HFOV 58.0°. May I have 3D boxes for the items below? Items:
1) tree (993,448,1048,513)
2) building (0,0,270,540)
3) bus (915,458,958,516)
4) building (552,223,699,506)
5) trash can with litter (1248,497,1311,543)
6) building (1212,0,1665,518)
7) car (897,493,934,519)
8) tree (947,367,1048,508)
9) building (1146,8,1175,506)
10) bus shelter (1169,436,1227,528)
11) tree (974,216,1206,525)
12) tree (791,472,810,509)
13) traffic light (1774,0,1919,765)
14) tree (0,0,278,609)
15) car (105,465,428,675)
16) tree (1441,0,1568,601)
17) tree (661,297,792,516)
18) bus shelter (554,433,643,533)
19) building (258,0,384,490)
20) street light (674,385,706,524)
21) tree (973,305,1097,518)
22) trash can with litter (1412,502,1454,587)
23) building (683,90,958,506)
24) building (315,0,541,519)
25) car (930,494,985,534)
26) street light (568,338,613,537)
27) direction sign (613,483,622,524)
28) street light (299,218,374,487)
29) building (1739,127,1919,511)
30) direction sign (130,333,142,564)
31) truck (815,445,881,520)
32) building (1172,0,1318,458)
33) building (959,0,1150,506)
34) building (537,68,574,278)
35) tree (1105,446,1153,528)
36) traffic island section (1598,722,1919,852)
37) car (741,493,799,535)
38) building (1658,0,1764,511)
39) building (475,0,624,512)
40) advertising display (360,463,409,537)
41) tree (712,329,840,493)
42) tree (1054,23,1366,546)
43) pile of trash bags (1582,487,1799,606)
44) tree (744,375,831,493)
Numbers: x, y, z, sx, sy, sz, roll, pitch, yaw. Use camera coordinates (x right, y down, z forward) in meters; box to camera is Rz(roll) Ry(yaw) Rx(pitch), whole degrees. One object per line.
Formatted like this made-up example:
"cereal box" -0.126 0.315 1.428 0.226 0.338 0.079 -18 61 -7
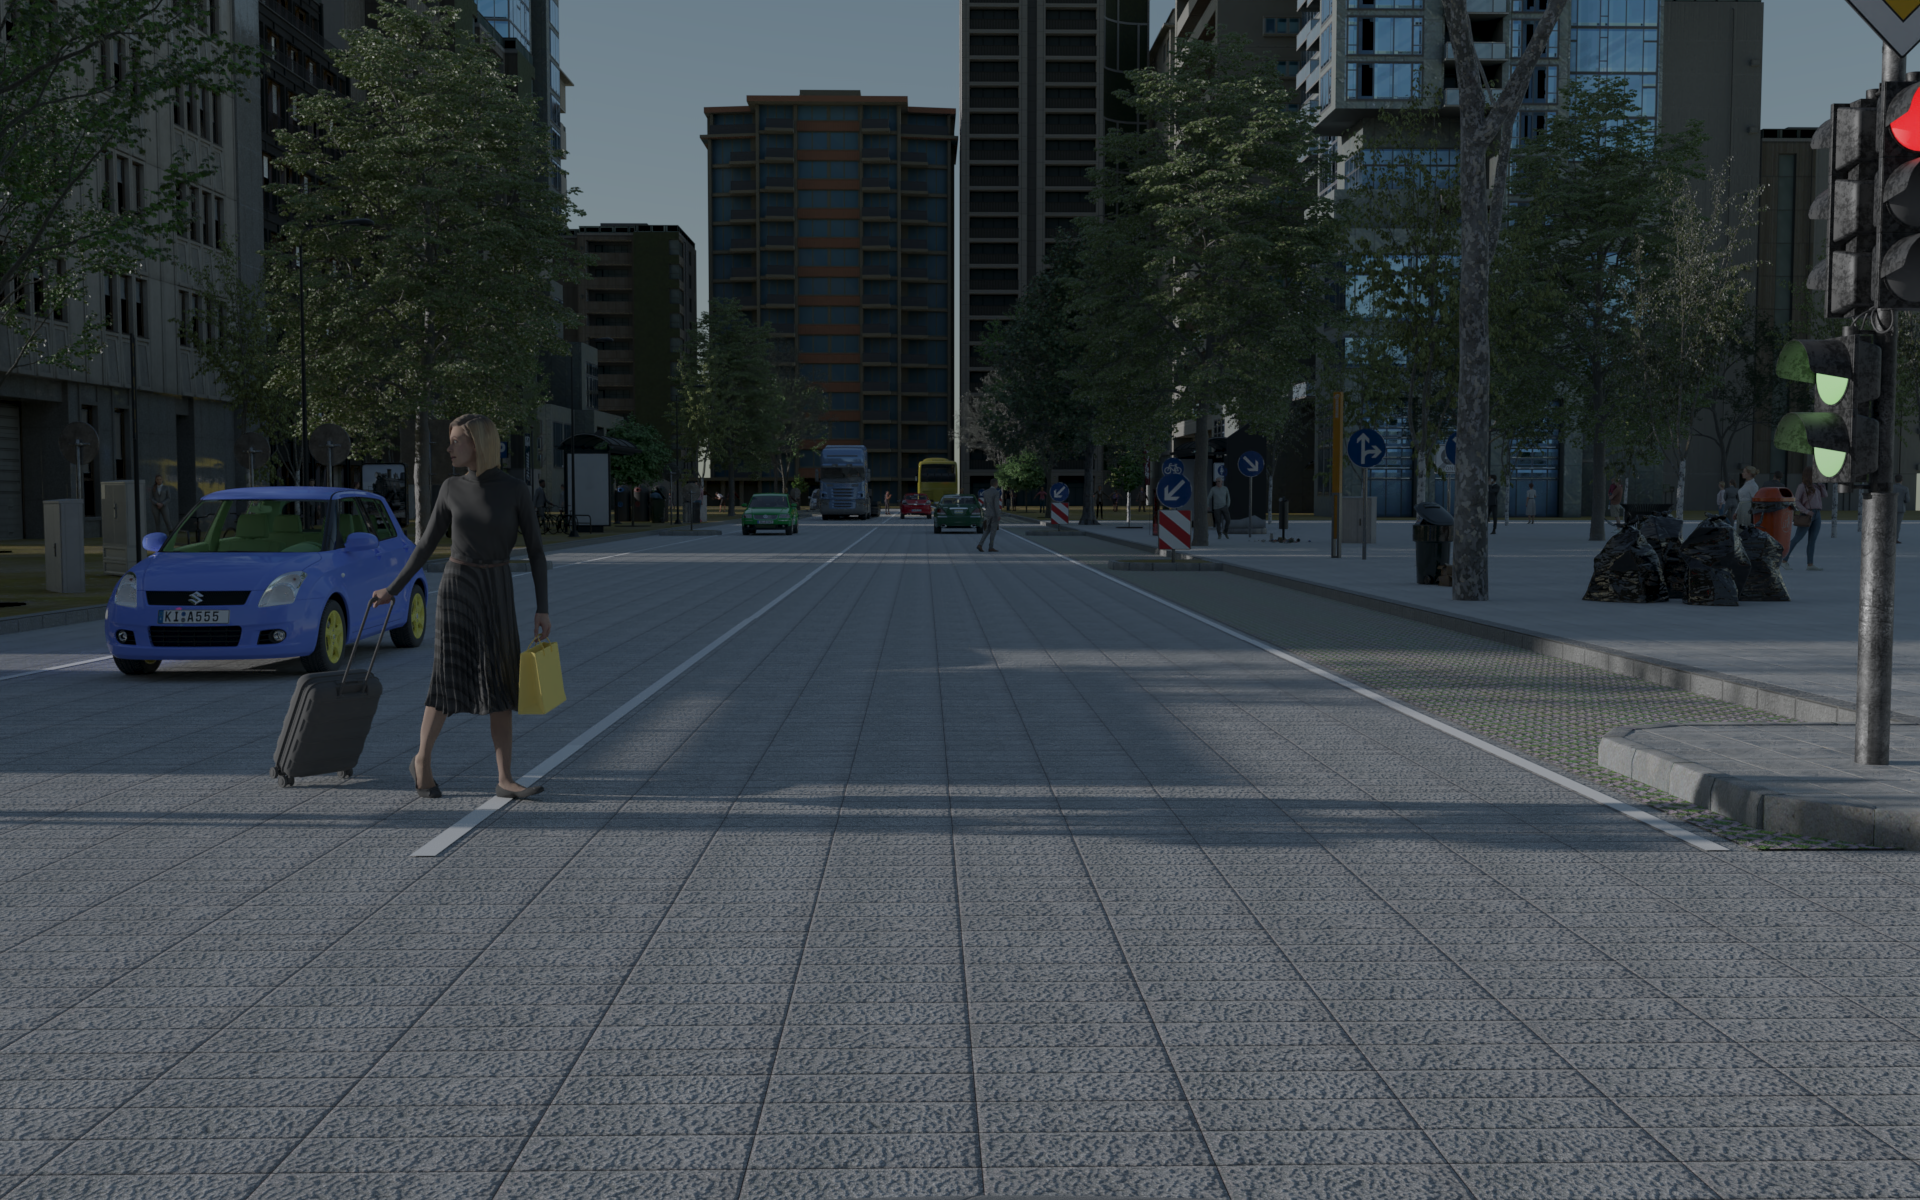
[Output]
"tree" 4.657 -8.301 119.433 4.285 4.588 4.351 0 3 0
"building" -31.077 -14.356 52.751 12.078 24.808 19.932 0 4 -1
"bus" -1.578 -7.696 117.370 2.896 3.916 12.252 0 4 -2
"building" -36.179 -25.430 187.482 14.107 30.474 14.160 0 4 -1
"trash can with litter" 8.497 -2.143 46.099 1.678 1.210 2.233 1 4 12
"building" 29.572 -48.573 106.842 22.319 86.520 31.000 0 4 -1
"car" -2.566 -5.582 100.302 2.155 1.783 4.494 0 4 -3
"tree" 3.939 -15.153 158.124 12.009 13.543 11.850 0 3 0
"building" 34.494 -37.040 194.850 27.495 52.752 28.713 0 4 -1
"bus shelter" 9.071 -4.267 63.695 2.014 3.302 5.546 0 4 -1
"tree" 5.364 -9.460 71.687 9.611 12.733 9.660 0 3 0
"tree" -14.128 -9.723 153.578 1.663 3.219 1.824 0 3 0
"traffic light" 4.330 -1.176 8.148 0.839 4.253 0.868 0 4 -1
"tree" -11.387 -5.723 19.331 9.928 11.665 9.643 0 3 0
"car" -5.850 -0.323 14.876 1.945 1.707 3.694 0 4 -2
"tree" 6.875 -9.981 19.074 12.611 20.169 13.585 0 3 0
"tree" -13.604 -11.148 100.390 7.486 12.596 7.792 0 3 0
"bus shelter" -12.445 -4.043 60.033 2.014 3.302 5.546 0 4 -1
"building" -32.432 -14.757 70.961 12.332 23.373 15.834 0 4 -1
"street light" -11.484 -6.185 73.666 1.470 5.913 1.316 0 4 -1
"tree" 4.647 -10.172 92.071 9.928 11.665 9.643 0 3 0
"trash can with litter" 6.853 -0.797 24.411 0.624 1.170 1.055 -1 4 -20
"building" -14.744 -32.784 190.639 28.867 44.769 22.147 0 4 -1
"building" -34.040 -20.354 104.496 14.160 30.474 14.107 0 4 -1
"car" -0.043 -3.195 64.034 2.131 1.459 4.920 0 3 0
"street light" -10.982 -4.831 51.522 1.470 5.913 1.316 0 4 -1
"direction sign" -14.719 -5.036 74.339 0.876 3.537 0.379 1 4 12
"street light" -10.568 -3.473 29.332 1.470 5.913 1.316 0 4 -1
"building" 68.044 -22.533 140.119 14.107 30.474 14.160 0 4 -1
"direction sign" -11.826 -2.010 24.859 0.379 3.537 0.876 -1 4 -23
"truck" -6.294 -6.827 101.385 2.967 4.110 18.799 0 3 0
"building" 28.744 -31.247 134.586 21.300 48.544 21.600 0 4 -1
"building" 10.308 -46.006 190.452 20.611 71.187 20.563 0 4 -1
"building" -57.111 -36.910 192.713 27.495 52.752 28.713 0 4 -1
"tree" 6.226 -4.307 65.019 1.663 3.219 1.824 0 3 0
"traffic island section" 4.371 0.857 8.263 2.009 0.180 2.903 0 4 -1
"car" -6.739 -3.233 61.649 1.959 1.807 4.718 0 4 -2
"building" 53.959 -27.859 139.088 14.086 41.232 14.154 0 4 -1
"building" -43.451 -50.082 131.505 31.000 86.520 22.319 0 4 -1
"advertising display" -11.783 -1.853 35.505 0.974 1.923 0.123 0 4 6
"tree" -13.515 -13.213 126.409 12.009 13.543 11.850 0 3 0
"tree" 6.352 -7.598 42.362 7.486 12.596 7.792 0 3 0
"pile of trash bags" 9.290 -0.705 21.282 3.447 1.369 1.912 -3 5 -40
"tree" -14.729 -13.486 146.257 9.928 11.665 9.643 0 3 0
